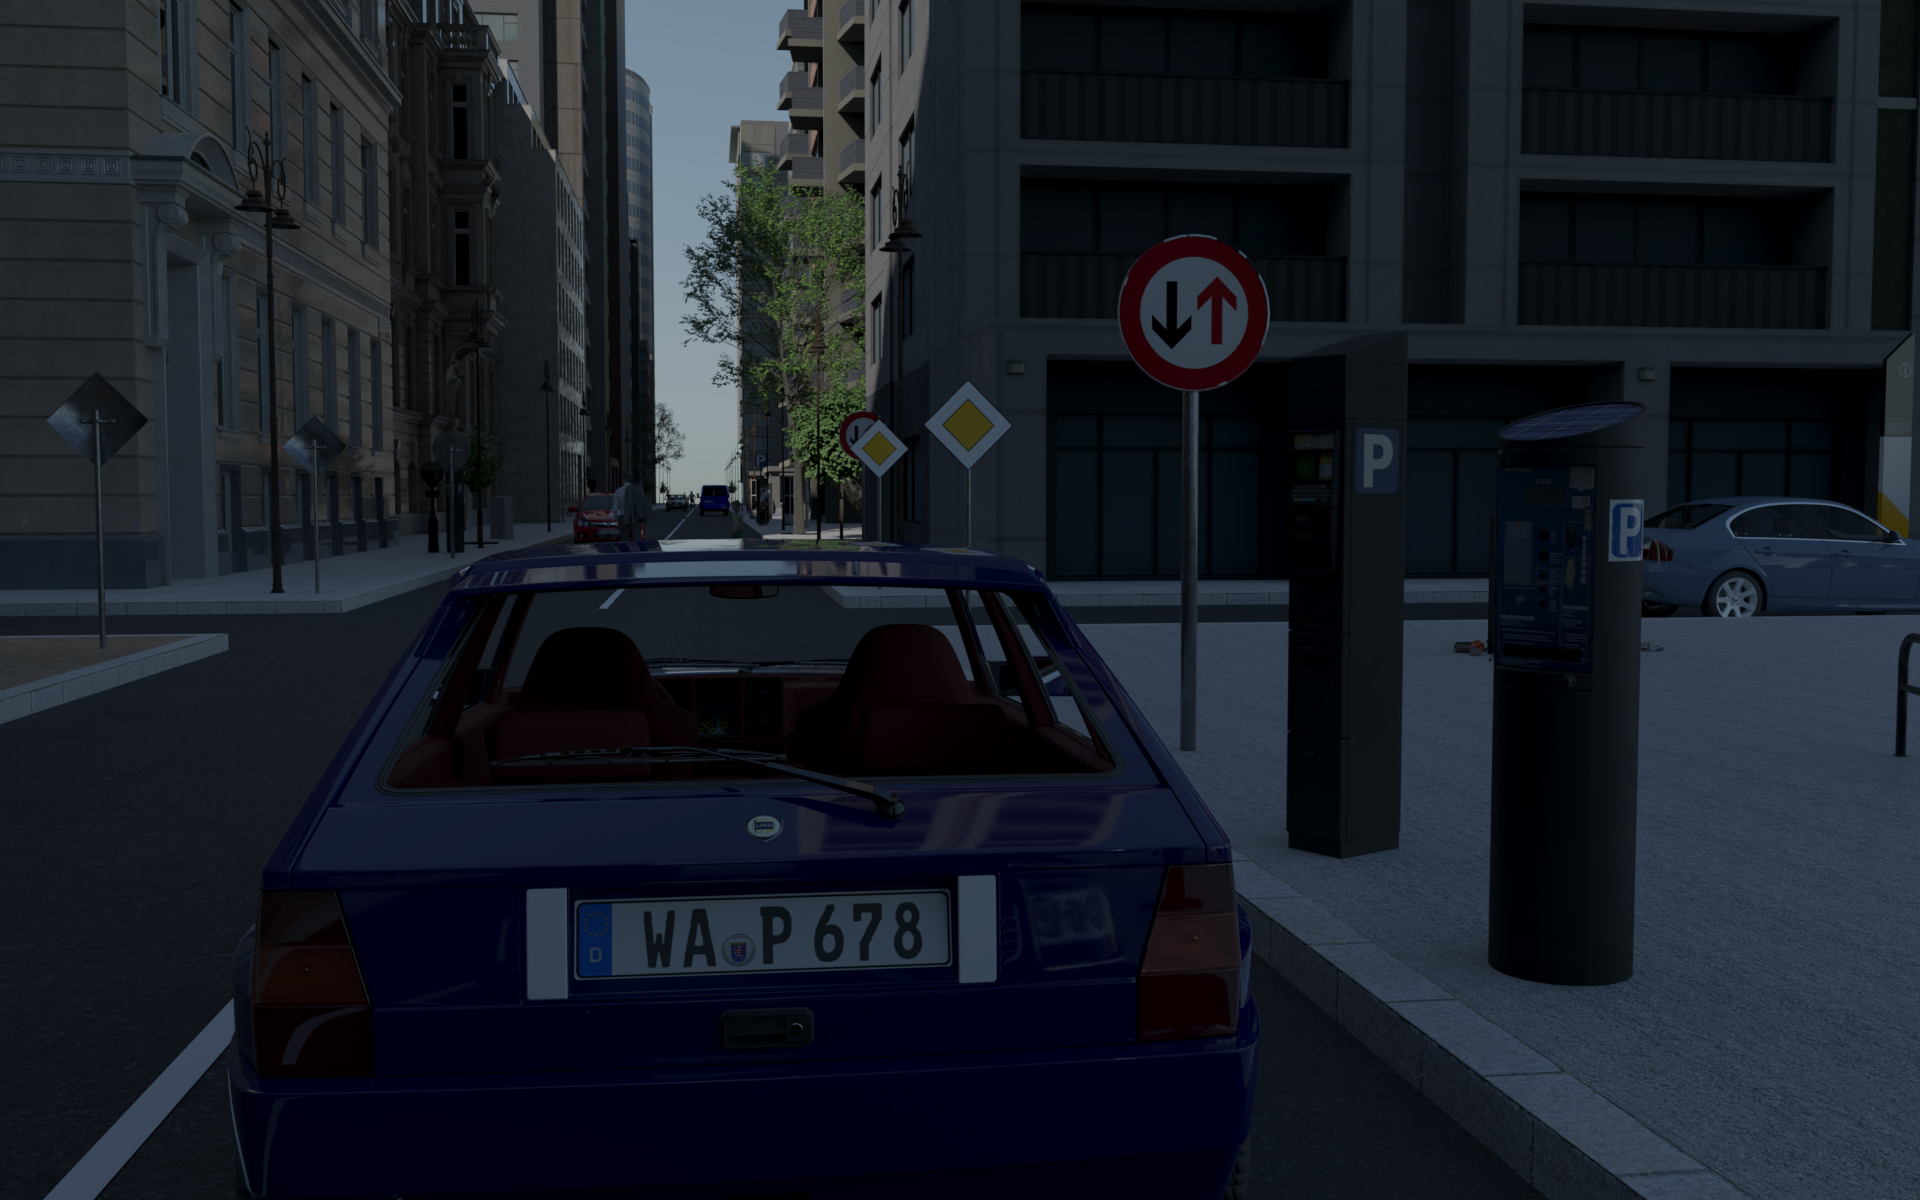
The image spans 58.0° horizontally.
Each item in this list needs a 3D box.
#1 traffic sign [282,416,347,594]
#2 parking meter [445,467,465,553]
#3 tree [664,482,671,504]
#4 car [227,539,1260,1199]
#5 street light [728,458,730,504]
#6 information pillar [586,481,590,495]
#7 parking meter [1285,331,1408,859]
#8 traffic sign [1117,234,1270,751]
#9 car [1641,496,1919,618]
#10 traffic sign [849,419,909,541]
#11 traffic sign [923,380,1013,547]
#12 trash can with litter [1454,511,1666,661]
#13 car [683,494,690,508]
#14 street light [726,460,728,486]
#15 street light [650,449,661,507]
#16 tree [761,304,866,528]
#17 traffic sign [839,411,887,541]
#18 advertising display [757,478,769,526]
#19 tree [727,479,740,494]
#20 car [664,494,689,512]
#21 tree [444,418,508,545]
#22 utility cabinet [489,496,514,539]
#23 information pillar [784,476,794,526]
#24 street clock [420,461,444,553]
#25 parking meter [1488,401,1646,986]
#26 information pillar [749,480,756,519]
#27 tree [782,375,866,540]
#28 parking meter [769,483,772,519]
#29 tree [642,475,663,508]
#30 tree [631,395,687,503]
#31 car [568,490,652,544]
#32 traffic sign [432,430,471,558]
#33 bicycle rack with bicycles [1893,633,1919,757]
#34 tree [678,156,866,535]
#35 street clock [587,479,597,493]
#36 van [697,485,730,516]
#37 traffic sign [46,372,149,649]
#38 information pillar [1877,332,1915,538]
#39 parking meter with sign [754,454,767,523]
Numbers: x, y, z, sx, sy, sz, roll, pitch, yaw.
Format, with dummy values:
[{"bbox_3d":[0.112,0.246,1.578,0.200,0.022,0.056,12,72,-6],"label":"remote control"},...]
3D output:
[{"bbox_3d":[-8.255,-1.135,22.200,0.795,2.450,0.064,-1,4,-8],"label":"traffic sign"},{"bbox_3d":[-11.035,-1.964,37.830,0.255,1.863,0.399,1,4,12],"label":"parking meter"},{"bbox_3d":[-38.918,-14.204,226.834,1.663,3.219,1.824,0,3,0],"label":"tree"},{"bbox_3d":[-0.546,0.498,4.442,1.945,1.354,3.894,0,4,-8],"label":"car"},{"bbox_3d":[-23.986,-12.848,182.852,0.468,5.910,1.993,-1,4,-8],"label":"street light"},{"bbox_3d":[-20.508,-5.531,94.928,0.304,2.012,0.304,2,4,31],"label":"information pillar"},{"bbox_3d":[1.381,-0.031,6.213,0.399,1.863,0.255,-3,4,-36],"label":"parking meter"},{"bbox_3d":[1.143,-0.519,8.599,0.768,2.556,0.104,0,4,-8],"label":"traffic sign"},{"bbox_3d":[9.370,-0.454,19.429,4.499,1.417,2.014,-1,4,-9],"label":"car"},{"bbox_3d":[-1.084,-1.197,23.221,0.795,2.450,0.064,-1,4,-8],"label":"traffic sign"},{"bbox_3d":[0.068,-0.714,15.320,0.795,2.450,0.064,-1,4,-8],"label":"traffic sign"},{"bbox_3d":[4.890,-0.178,13.961,2.233,1.210,1.678,-1,4,-20],"label":"trash can with litter"},{"bbox_3d":[-29.980,-10.641,185.785,2.131,1.459,4.920,0,4,-7],"label":"car"},{"bbox_3d":[-26.548,-13.952,200.904,0.468,5.910,1.993,-1,4,-8],"label":"street light"},{"bbox_3d":[-31.716,-12.695,180.350,0.468,5.910,1.993,-1,4,-8],"label":"street light"},{"bbox_3d":[-5.569,-7.032,65.330,4.737,8.622,4.395,0,3,0],"label":"tree"},{"bbox_3d":[-1.467,-1.616,26.534,0.768,2.556,0.104,0,4,1],"label":"traffic sign"},{"bbox_3d":[-8.050,-4.007,70.727,0.123,1.923,0.974,1,4,16],"label":"advertising display"},{"bbox_3d":[-28.515,-13.546,216.078,1.663,3.219,1.824,0,3,0],"label":"tree"},{"bbox_3d":[-23.346,-8.129,142.700,2.009,1.686,4.222,-1,4,-9],"label":"car"},{"bbox_3d":[-12.518,-3.045,44.386,1.663,3.219,1.824,0,3,0],"label":"tree"},{"bbox_3d":[-13.076,-2.337,49.376,0.306,1.237,1.020,-3,4,-38],"label":"utility cabinet"},{"bbox_3d":[-6.981,-4.049,70.692,0.304,2.012,0.304,2,4,25],"label":"information pillar"},{"bbox_3d":[-11.527,-2.036,37.867,0.471,2.002,0.358,0,4,3],"label":"street clock"},{"bbox_3d":[1.625,0.230,4.648,0.372,1.533,0.369,0,3,0],"label":"parking meter"},{"bbox_3d":[-10.635,-5.165,88.941,0.304,2.012,0.304,-2,4,-24],"label":"information pillar"},{"bbox_3d":[-3.356,-3.913,47.697,4.285,4.588,4.351,0,3,0],"label":"tree"},{"bbox_3d":[-9.855,-5.088,88.899,0.399,1.863,0.255,0,4,0],"label":"parking meter"},{"bbox_3d":[-28.706,-10.034,158.651,1.663,3.219,1.824,0,3,0],"label":"tree"},{"bbox_3d":[-29.585,-14.018,163.600,8.767,10.594,7.601,0,4,5],"label":"tree"},{"bbox_3d":[-9.180,-2.230,45.504,2.155,1.783,4.494,-1,4,-10],"label":"car"},{"bbox_3d":[-10.177,-2.114,34.677,0.768,2.556,0.104,0,4,-3],"label":"traffic sign"},{"bbox_3d":[5.474,0.356,7.562,2.852,0.926,2.925,1,4,11],"label":"bicycle rack with bicycles"},{"bbox_3d":[-5.242,-7.874,54.498,9.928,11.665,9.643,0,3,0],"label":"tree"},{"bbox_3d":[-17.408,-4.730,81.904,0.471,2.002,0.358,3,4,37],"label":"street clock"},{"bbox_3d":[-16.565,-6.861,116.557,2.240,2.365,5.245,-1,4,-9],"label":"van"},{"bbox_3d":[-7.103,-0.652,14.298,0.795,2.450,0.064,-1,4,-8],"label":"traffic sign"},{"bbox_3d":[13.561,-2.063,25.091,0.504,3.616,0.183,-1,4,-14],"label":"information pillar"},{"bbox_3d":[-8.722,-4.883,76.099,0.543,3.016,1.738,0,4,-5],"label":"parking meter with sign"}]
